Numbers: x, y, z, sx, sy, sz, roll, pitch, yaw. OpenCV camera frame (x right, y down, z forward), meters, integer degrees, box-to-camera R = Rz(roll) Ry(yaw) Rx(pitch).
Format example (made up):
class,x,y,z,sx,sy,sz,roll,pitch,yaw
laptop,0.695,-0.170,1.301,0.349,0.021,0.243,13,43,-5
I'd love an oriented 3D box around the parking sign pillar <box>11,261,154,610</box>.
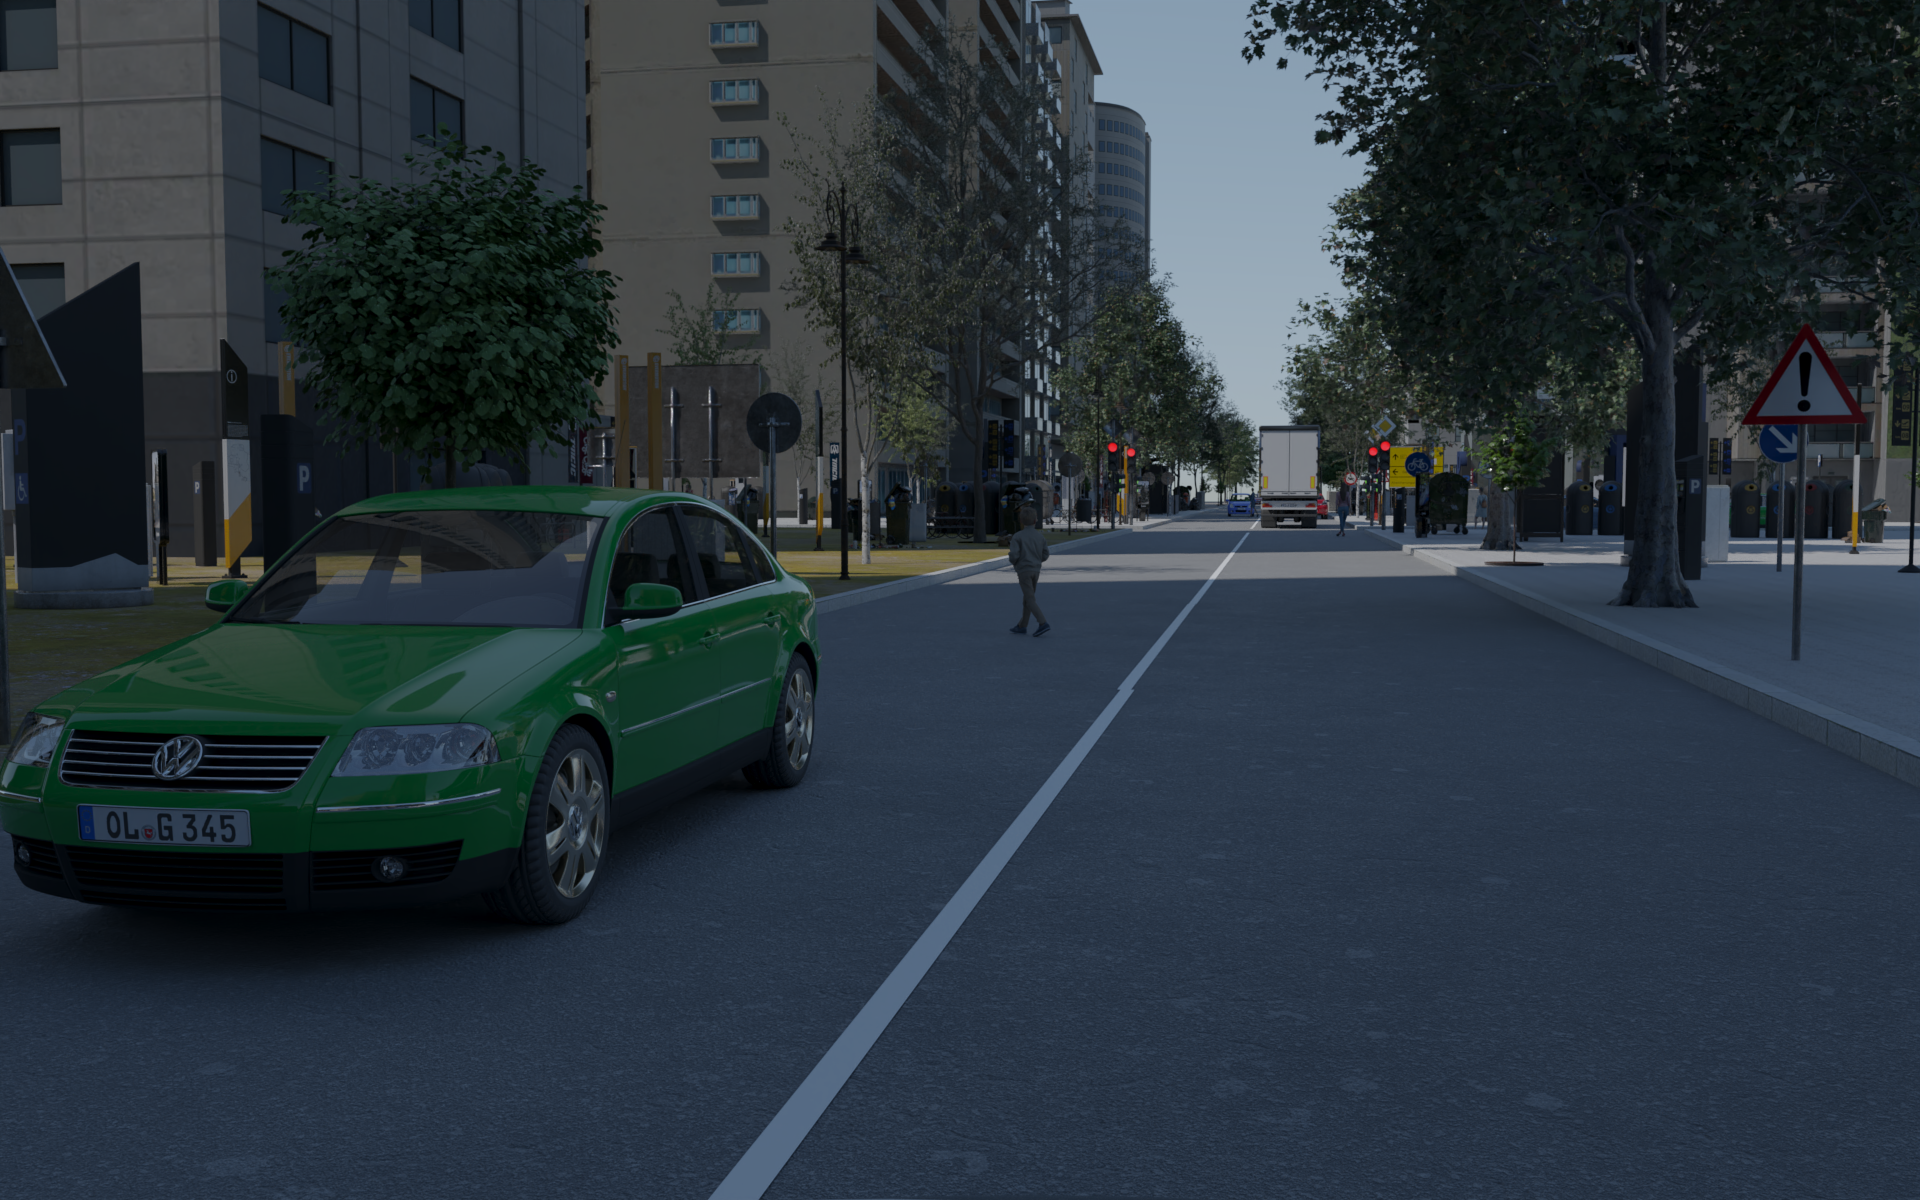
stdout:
class,x,y,z,sx,sy,sz,roll,pitch,yaw
parking sign pillar,-10.069,-1.917,19.811,1.447,3.967,1.447,3,5,41

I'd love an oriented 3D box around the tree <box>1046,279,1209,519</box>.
class,x,y,z,sx,sy,sz,roll,pitch,yaw
tree,9.270,-10.649,91.116,9.611,12.733,9.660,0,3,0

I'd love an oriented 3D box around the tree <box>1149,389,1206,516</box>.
class,x,y,z,sx,sy,sz,roll,pitch,yaw
tree,12.593,-9.368,103.523,4.360,8.622,3.978,0,3,0

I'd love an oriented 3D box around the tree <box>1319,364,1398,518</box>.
class,x,y,z,sx,sy,sz,roll,pitch,yaw
tree,21.244,-8.680,92.286,4.360,8.622,3.978,0,3,0

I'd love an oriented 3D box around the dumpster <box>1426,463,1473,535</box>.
class,x,y,z,sx,sy,sz,roll,pitch,yaw
dumpster,15.502,-3.227,55.253,1.502,2.255,1.985,1,4,10

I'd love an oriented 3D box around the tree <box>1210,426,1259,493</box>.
class,x,y,z,sx,sy,sz,roll,pitch,yaw
tree,46.228,-23.483,290.593,9.857,13.997,8.962,0,3,0

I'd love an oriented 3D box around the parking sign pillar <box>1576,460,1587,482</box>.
class,x,y,z,sx,sy,sz,roll,pitch,yaw
parking sign pillar,35.694,-6.776,99.254,1.447,3.967,1.447,2,4,35

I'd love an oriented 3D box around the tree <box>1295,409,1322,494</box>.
class,x,y,z,sx,sy,sz,roll,pitch,yaw
tree,40.806,-16.537,196.129,9.928,11.665,9.643,0,3,0

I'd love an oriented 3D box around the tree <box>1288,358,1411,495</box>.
class,x,y,z,sx,sy,sz,roll,pitch,yaw
tree,25.045,-10.851,111.831,8.767,10.594,7.601,1,4,10

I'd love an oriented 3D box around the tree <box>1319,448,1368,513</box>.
class,x,y,z,sx,sy,sz,roll,pitch,yaw
tree,26.261,-8.274,118.998,4.285,4.588,4.351,0,3,0

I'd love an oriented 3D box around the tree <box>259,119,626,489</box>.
class,x,y,z,sx,sy,sz,roll,pitch,yaw
tree,-4.477,-1.939,15.413,4.285,4.588,4.351,0,3,0

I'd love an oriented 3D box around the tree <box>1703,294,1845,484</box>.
class,x,y,z,sx,sy,sz,roll,pitch,yaw
tree,25.481,-6.381,54.698,4.360,8.622,3.978,0,3,0

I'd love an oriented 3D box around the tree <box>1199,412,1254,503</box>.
class,x,y,z,sx,sy,sz,roll,pitch,yaw
tree,36.885,-19.743,240.931,7.486,12.596,7.792,0,3,0

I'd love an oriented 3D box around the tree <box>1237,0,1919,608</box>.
class,x,y,z,sx,sy,sz,roll,pitch,yaw
tree,8.027,-6.282,19.724,9.611,12.733,9.660,0,3,0

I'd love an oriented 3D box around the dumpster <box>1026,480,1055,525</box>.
class,x,y,z,sx,sy,sz,roll,pitch,yaw
dumpster,3.237,-4.057,72.098,1.264,1.857,1.865,1,4,10

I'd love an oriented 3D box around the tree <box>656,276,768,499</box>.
class,x,y,z,sx,sy,sz,roll,pitch,yaw
tree,-8.699,-6.685,59.661,4.737,8.622,4.395,0,3,0

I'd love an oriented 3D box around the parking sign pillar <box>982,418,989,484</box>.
class,x,y,z,sx,sy,sz,roll,pitch,yaw
parking sign pillar,0.783,-4.446,61.163,1.447,3.967,1.447,0,4,-1

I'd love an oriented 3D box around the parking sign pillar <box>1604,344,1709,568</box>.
class,x,y,z,sx,sy,sz,roll,pitch,yaw
parking sign pillar,12.474,-2.575,30.580,1.447,3.967,1.447,-3,5,-43

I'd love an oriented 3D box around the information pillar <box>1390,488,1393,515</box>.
class,x,y,z,sx,sy,sz,roll,pitch,yaw
information pillar,25.938,-6.070,103.740,0.304,2.012,0.304,0,4,-1

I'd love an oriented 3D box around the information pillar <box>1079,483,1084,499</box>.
class,x,y,z,sx,sy,sz,roll,pitch,yaw
information pillar,7.890,-6.602,112.430,0.304,2.012,0.304,-1,4,-15

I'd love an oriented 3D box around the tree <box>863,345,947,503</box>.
class,x,y,z,sx,sy,sz,roll,pitch,yaw
tree,-2.502,-8.230,84.924,4.737,8.622,4.395,0,3,0

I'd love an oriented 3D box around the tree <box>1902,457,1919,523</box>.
class,x,y,z,sx,sy,sz,roll,pitch,yaw
tree,42.662,-4.987,76.135,1.663,3.219,1.824,0,3,0

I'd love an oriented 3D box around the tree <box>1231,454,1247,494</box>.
class,x,y,z,sx,sy,sz,roll,pitch,yaw
tree,44.470,-20.247,281.405,4.360,8.622,3.978,0,3,0

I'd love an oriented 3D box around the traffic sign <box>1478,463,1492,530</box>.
class,x,y,z,sx,sy,sz,roll,pitch,yaw
traffic sign,17.810,-3.559,58.303,0.768,2.556,0.104,1,4,16

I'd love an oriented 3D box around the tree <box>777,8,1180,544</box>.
class,x,y,z,sx,sy,sz,roll,pitch,yaw
tree,0.370,-8.222,44.798,12.009,13.543,11.850,0,3,0

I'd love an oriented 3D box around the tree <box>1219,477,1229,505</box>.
class,x,y,z,sx,sy,sz,roll,pitch,yaw
tree,29.470,-12.331,196.208,1.663,3.219,1.824,0,3,0

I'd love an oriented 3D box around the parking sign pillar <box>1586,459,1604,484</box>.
class,x,y,z,sx,sy,sz,roll,pitch,yaw
parking sign pillar,21.862,-4.203,57.186,1.447,3.967,1.447,-2,4,-29

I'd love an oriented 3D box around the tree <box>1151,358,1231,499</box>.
class,x,y,z,sx,sy,sz,roll,pitch,yaw
tree,14.679,-11.259,118.501,7.601,10.594,8.767,1,4,17

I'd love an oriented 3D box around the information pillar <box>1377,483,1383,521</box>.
class,x,y,z,sx,sy,sz,roll,pitch,yaw
information pillar,19.786,-5.499,81.264,0.183,3.616,0.504,0,4,-7

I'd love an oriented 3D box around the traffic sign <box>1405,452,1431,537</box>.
class,x,y,z,sx,sy,sz,roll,pitch,yaw
traffic sign,13.775,-3.184,52.169,0.768,2.556,0.104,1,4,14

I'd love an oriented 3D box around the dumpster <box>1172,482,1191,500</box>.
class,x,y,z,sx,sy,sz,roll,pitch,yaw
dumpster,18.048,-8.496,141.407,1.502,2.255,1.985,1,4,10

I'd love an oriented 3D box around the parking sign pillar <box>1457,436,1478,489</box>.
class,x,y,z,sx,sy,sz,roll,pitch,yaw
parking sign pillar,22.791,-5.495,78.314,1.447,3.967,1.447,1,4,8

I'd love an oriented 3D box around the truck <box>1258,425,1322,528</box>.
class,x,y,z,sx,sy,sz,roll,pitch,yaw
truck,14.488,-5.331,76.070,2.839,4.237,11.283,1,4,11

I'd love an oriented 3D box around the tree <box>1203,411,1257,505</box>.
class,x,y,z,sx,sy,sz,roll,pitch,yaw
tree,31.675,-17.320,208.942,9.928,11.665,9.643,0,3,0

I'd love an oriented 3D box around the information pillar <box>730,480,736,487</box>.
class,x,y,z,sx,sy,sz,roll,pitch,yaw
information pillar,-11.706,-5.222,89.867,0.304,2.012,0.304,-3,5,-39

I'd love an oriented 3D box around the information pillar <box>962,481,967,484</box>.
class,x,y,z,sx,sy,sz,roll,pitch,yaw
information pillar,0.266,-5.862,100.330,0.304,2.012,0.304,0,4,1

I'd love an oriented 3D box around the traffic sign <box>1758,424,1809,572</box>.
class,x,y,z,sx,sy,sz,roll,pitch,yaw
traffic sign,13.540,-1.740,28.552,0.768,2.556,0.104,1,4,11

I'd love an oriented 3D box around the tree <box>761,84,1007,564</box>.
class,x,y,z,sx,sy,sz,roll,pitch,yaw
tree,-1.584,-4.956,31.396,4.360,8.622,3.978,0,3,0

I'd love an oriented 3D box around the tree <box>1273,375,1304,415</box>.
class,x,y,z,sx,sy,sz,roll,pitch,yaw
tree,51.952,-24.161,250.918,12.611,20.169,13.585,0,3,0

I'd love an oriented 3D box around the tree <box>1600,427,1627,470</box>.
class,x,y,z,sx,sy,sz,roll,pitch,yaw
tree,28.528,-5.411,72.191,4.285,4.588,4.351,0,3,0

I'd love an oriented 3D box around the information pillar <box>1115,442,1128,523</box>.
class,x,y,z,sx,sy,sz,roll,pitch,yaw
information pillar,7.264,-5.254,77.262,0.504,3.616,0.183,1,4,19

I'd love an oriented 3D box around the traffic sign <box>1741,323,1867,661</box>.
class,x,y,z,sx,sy,sz,roll,pitch,yaw
traffic sign,6.451,-0.813,13.294,0.884,2.594,0.081,1,4,14

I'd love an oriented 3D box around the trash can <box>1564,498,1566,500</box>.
class,x,y,z,sx,sy,sz,roll,pitch,yaw
trash can,38.094,-6.051,110.592,0.748,1.137,0.748,0,3,0

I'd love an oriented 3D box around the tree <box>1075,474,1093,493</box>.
class,x,y,z,sx,sy,sz,roll,pitch,yaw
tree,9.729,-8.654,136.102,1.663,3.219,1.824,0,3,0

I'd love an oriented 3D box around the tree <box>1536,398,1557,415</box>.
class,x,y,z,sx,sy,sz,roll,pitch,yaw
tree,23.176,-7.391,71.205,4.360,8.622,3.978,0,3,0

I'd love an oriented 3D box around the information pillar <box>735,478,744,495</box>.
class,x,y,z,sx,sy,sz,roll,pitch,yaw
information pillar,-9.644,-5.200,76.366,0.504,3.616,0.183,0,4,3

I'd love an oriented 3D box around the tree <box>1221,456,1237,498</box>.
class,x,y,z,sx,sy,sz,roll,pitch,yaw
tree,42.550,-19.755,273.352,4.737,8.622,4.395,0,3,0

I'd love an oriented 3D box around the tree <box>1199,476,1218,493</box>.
class,x,y,z,sx,sy,sz,roll,pitch,yaw
tree,23.759,-10.680,169.219,1.663,3.219,1.824,0,3,0

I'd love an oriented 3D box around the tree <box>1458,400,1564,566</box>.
class,x,y,z,sx,sy,sz,roll,pitch,yaw
tree,10.046,-2.230,31.054,1.663,3.219,1.824,0,3,0

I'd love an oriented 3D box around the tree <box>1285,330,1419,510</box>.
class,x,y,z,sx,sy,sz,roll,pitch,yaw
tree,28.883,-13.503,127.435,9.857,13.997,8.962,0,3,0
